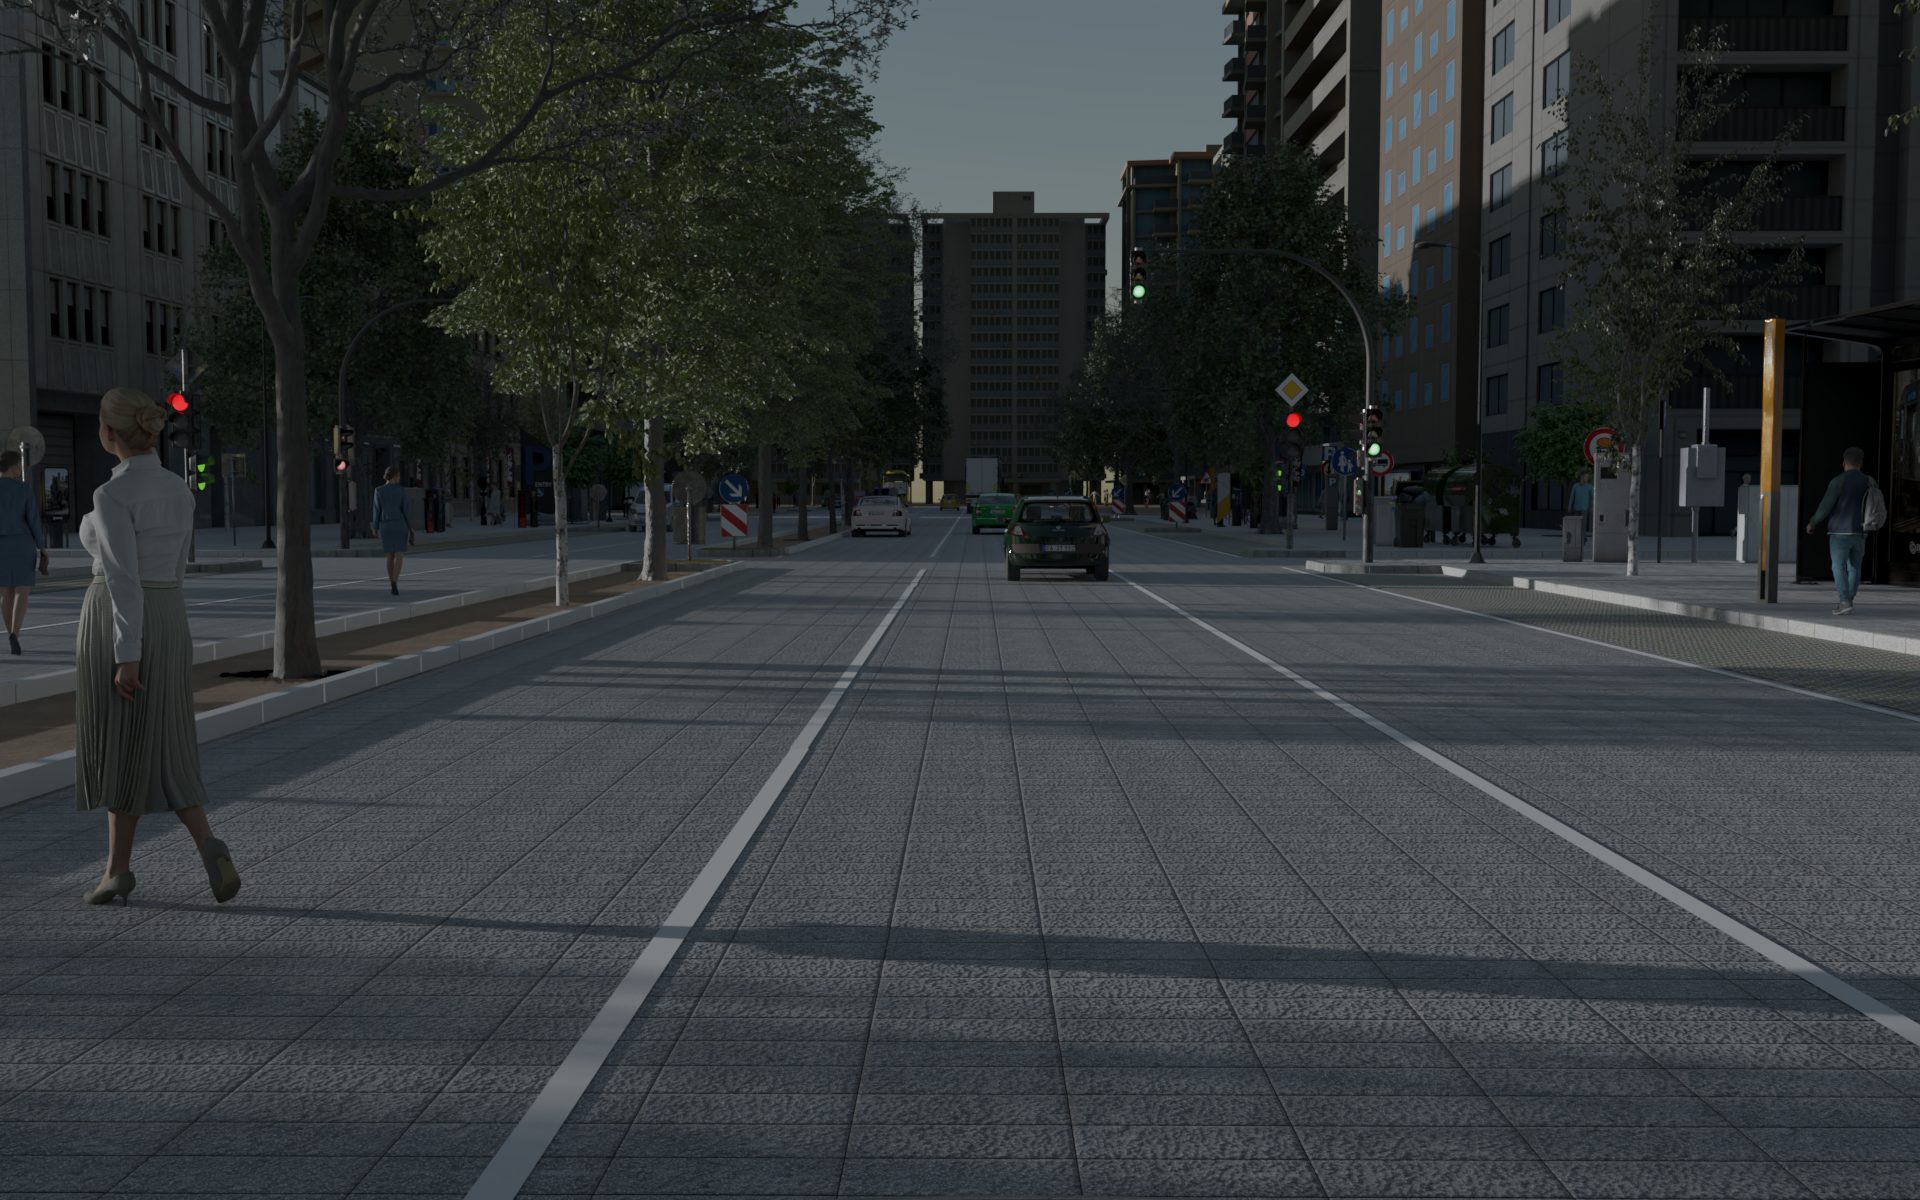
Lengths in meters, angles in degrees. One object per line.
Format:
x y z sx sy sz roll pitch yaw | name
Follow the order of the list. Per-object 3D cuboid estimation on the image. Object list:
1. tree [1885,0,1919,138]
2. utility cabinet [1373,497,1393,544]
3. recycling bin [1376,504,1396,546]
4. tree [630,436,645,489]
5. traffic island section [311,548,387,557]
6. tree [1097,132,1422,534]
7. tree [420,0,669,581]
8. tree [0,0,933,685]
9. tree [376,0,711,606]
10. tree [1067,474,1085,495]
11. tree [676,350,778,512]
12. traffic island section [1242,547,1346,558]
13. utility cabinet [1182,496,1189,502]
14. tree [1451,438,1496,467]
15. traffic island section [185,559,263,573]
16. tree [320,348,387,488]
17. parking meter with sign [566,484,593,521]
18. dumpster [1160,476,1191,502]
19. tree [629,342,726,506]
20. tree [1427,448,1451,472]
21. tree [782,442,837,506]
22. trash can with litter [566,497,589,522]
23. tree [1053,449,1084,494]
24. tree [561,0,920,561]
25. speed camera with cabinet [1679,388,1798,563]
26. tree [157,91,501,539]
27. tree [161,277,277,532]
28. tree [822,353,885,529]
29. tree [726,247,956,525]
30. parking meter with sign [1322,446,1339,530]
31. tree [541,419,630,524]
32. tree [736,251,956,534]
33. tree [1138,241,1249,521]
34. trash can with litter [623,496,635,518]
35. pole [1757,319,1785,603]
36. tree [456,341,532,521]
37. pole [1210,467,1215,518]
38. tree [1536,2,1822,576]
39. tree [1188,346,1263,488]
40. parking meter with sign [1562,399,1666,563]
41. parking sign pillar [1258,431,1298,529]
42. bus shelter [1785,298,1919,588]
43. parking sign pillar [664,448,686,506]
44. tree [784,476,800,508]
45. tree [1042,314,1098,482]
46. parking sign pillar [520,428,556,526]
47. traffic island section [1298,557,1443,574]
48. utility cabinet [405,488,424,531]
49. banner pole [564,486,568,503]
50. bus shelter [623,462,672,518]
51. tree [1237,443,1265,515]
9.971 -3.960 15.106 4.360 8.622 3.978 0 3 0 | tree
11.023 -2.035 44.427 1.020 1.237 0.306 1 4 10 | utility cabinet
10.732 -1.856 42.898 0.722 1.027 0.722 1 4 22 | recycling bin
-16.826 -6.346 87.469 4.285 4.588 4.351 0 3 0 | tree
-14.430 -1.120 40.599 2.009 0.180 2.903 0 4 1 | traffic island section
9.939 -8.467 55.447 9.611 12.733 9.660 0 3 0 | tree
-5.157 -6.615 28.744 7.486 12.596 7.792 0 3 0 | tree
-5.141 -6.124 12.960 12.009 13.543 11.850 0 3 0 | tree
-5.042 -4.209 21.643 4.737 8.622 4.395 0 3 0 | tree
10.958 -10.315 163.254 1.663 3.219 1.824 0 3 0 | tree
-16.946 -13.240 123.123 9.857 13.997 8.962 0 3 0 | tree
7.711 -1.108 40.390 2.009 0.180 2.903 0 4 1 | traffic island section
11.801 -4.978 92.556 0.306 1.237 1.020 -2 4 -33 | utility cabinet
18.011 -3.991 59.848 1.663 3.219 1.824 0 3 0 | tree
-14.503 -0.632 32.614 2.009 0.180 2.903 0 4 1 | traffic island section
-23.676 -7.110 66.603 4.360 8.622 3.978 0 3 0 | tree
-18.124 -5.279 82.580 1.738 3.016 0.543 2 4 35 | parking meter with sign
11.911 -5.695 95.602 1.502 2.255 1.985 0 4 0 | dumpster
-16.616 -11.797 109.890 9.611 12.733 9.660 0 3 0 | tree
17.893 -4.153 62.509 1.663 3.219 1.824 0 3 0 | tree
-15.741 -16.020 187.688 9.928 11.665 9.643 0 3 0 | tree
-17.803 -4.172 79.264 1.678 1.210 2.233 -2 4 -24 | trash can with litter
12.137 -14.371 185.322 4.737 8.622 4.395 0 3 0 | tree
-4.889 -7.461 42.568 7.486 12.596 7.792 0 3 0 | tree
14.621 -2.330 32.438 2.038 3.252 0.660 1 4 8 | speed camera with cabinet
-17.273 -8.098 49.406 9.611 12.733 9.660 0 3 0 | tree
-24.625 -6.616 58.527 4.737 8.622 4.395 0 3 0 | tree
-4.709 -7.153 69.778 4.737 8.622 4.395 0 3 0 | tree
-5.033 -9.745 78.802 9.611 12.733 9.660 0 3 0 | tree
13.282 -4.021 62.003 0.543 3.016 1.738 0 4 8 | parking meter with sign
-16.442 -5.503 73.685 4.285 4.588 4.351 0 3 0 | tree
-4.532 -7.676 62.373 8.767 10.594 7.601 0 4 1 | tree
10.506 -10.614 83.913 12.009 13.543 11.850 0 3 0 | tree
-17.573 -4.935 92.082 0.624 1.170 1.055 -1 4 -11 | trash can with litter
9.508 -1.618 20.303 0.158 3.312 0.155 0 3 0 | pole
-22.813 -8.025 81.579 4.360 8.622 3.978 0 3 0 | tree
13.295 -5.956 91.227 0.158 3.312 0.155 0 3 0 | pole
10.815 -4.690 27.044 4.360 8.622 3.978 0 3 0 | tree
10.703 -7.324 70.109 4.737 8.622 4.395 0 3 0 | tree
12.237 -2.212 32.435 1.738 3.016 0.543 2 4 25 | parking meter with sign
11.672 -4.587 63.467 1.447 3.967 1.447 -1 4 -18 | parking sign pillar
12.348 -1.847 21.483 1.731 3.624 6.357 0 4 0 | bus shelter
-16.733 -6.917 101.570 1.447 3.967 1.447 -3 4 -39 | parking sign pillar
-16.299 -10.428 165.099 1.663 3.219 1.824 0 3 0 | tree
10.295 -11.562 106.044 9.611 12.733 9.660 0 3 0 | tree
-17.187 -5.019 70.535 1.447 3.967 1.447 -2 4 -31 | parking sign pillar
7.637 -0.619 32.405 2.009 0.180 2.903 0 4 1 | traffic island section
-19.046 -3.126 59.788 0.318 1.500 1.173 2 4 30 | utility cabinet
-19.231 -5.745 83.954 0.401 3.779 0.863 3 5 41 | banner pole
-17.579 -6.295 96.840 2.014 3.302 5.546 0 4 0 | bus shelter
18.869 -7.613 108.185 4.285 4.588 4.351 0 3 0 | tree
